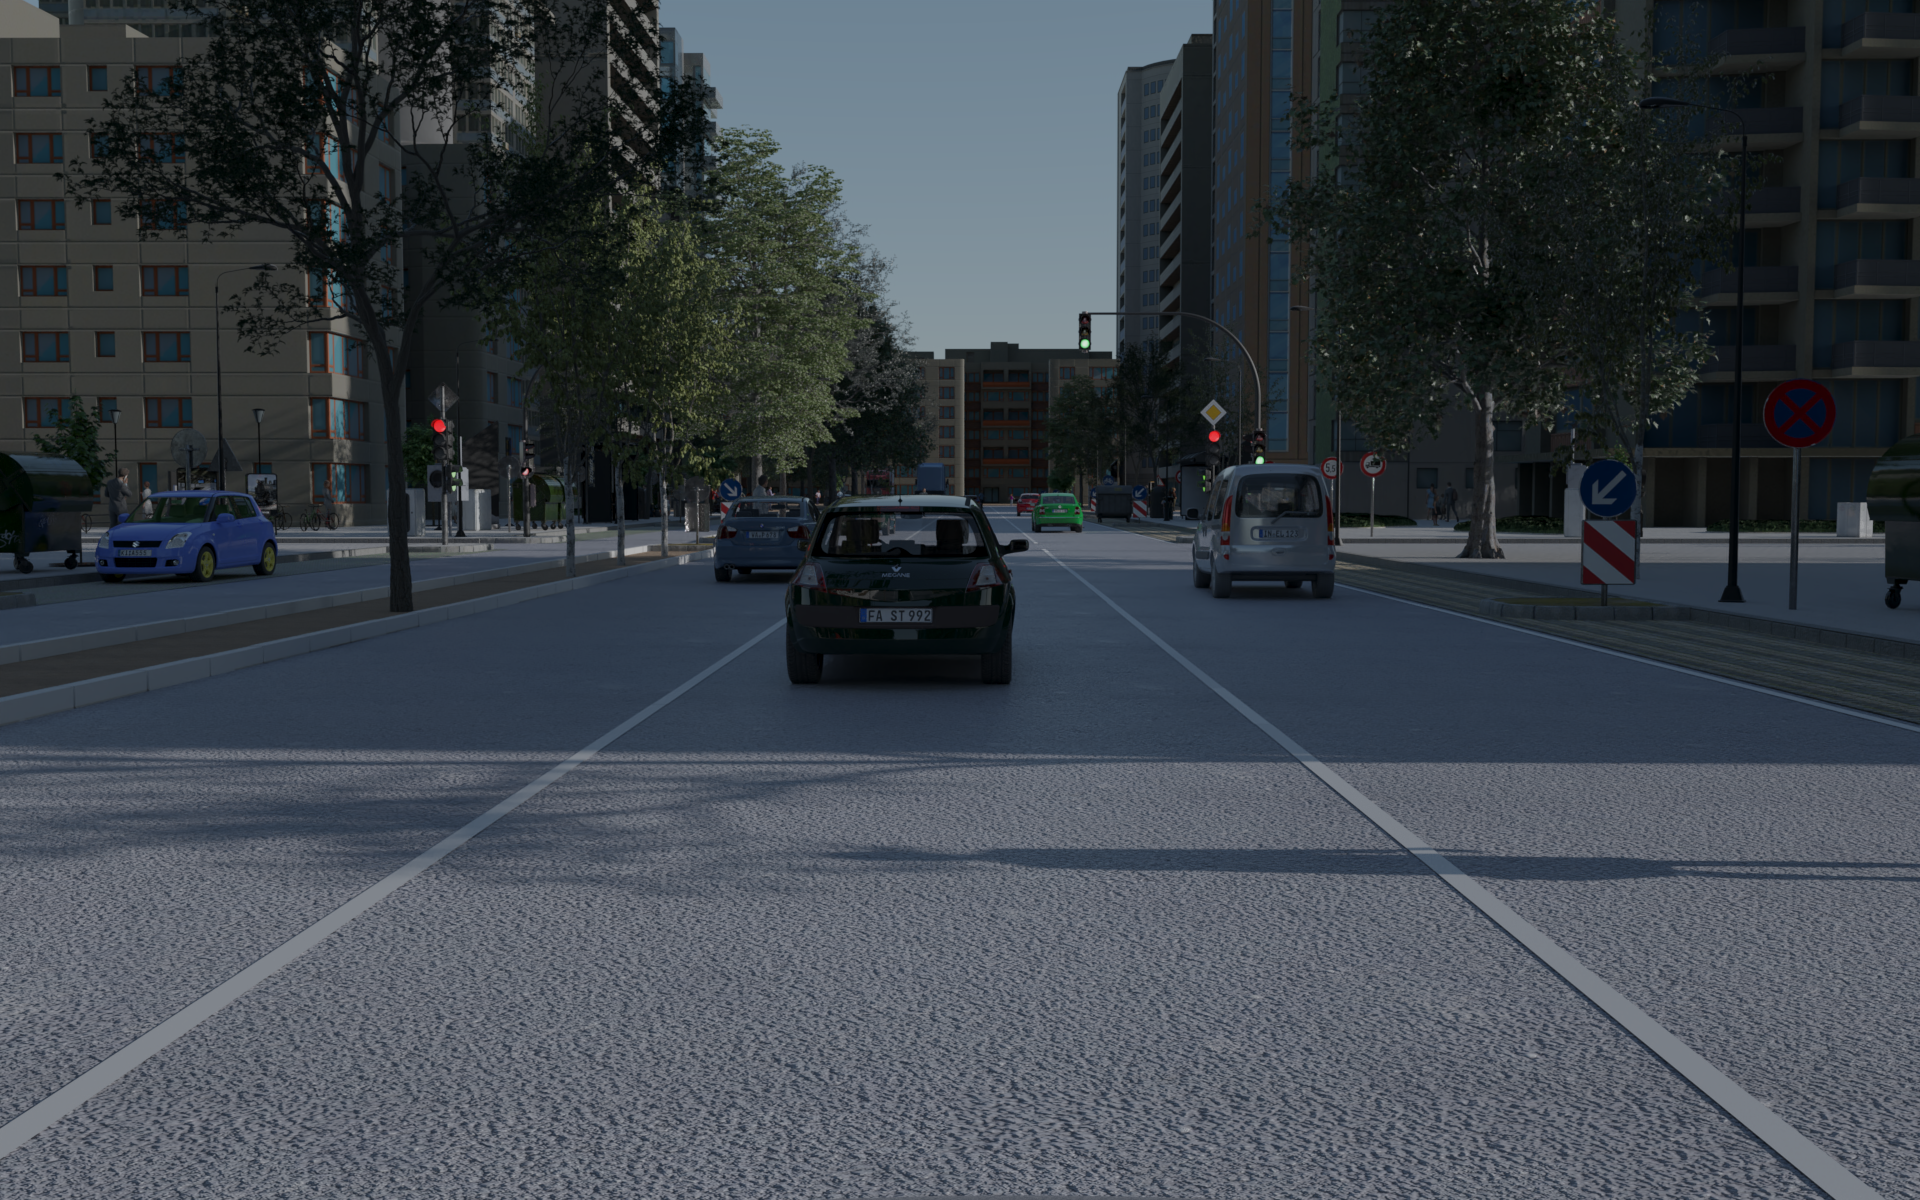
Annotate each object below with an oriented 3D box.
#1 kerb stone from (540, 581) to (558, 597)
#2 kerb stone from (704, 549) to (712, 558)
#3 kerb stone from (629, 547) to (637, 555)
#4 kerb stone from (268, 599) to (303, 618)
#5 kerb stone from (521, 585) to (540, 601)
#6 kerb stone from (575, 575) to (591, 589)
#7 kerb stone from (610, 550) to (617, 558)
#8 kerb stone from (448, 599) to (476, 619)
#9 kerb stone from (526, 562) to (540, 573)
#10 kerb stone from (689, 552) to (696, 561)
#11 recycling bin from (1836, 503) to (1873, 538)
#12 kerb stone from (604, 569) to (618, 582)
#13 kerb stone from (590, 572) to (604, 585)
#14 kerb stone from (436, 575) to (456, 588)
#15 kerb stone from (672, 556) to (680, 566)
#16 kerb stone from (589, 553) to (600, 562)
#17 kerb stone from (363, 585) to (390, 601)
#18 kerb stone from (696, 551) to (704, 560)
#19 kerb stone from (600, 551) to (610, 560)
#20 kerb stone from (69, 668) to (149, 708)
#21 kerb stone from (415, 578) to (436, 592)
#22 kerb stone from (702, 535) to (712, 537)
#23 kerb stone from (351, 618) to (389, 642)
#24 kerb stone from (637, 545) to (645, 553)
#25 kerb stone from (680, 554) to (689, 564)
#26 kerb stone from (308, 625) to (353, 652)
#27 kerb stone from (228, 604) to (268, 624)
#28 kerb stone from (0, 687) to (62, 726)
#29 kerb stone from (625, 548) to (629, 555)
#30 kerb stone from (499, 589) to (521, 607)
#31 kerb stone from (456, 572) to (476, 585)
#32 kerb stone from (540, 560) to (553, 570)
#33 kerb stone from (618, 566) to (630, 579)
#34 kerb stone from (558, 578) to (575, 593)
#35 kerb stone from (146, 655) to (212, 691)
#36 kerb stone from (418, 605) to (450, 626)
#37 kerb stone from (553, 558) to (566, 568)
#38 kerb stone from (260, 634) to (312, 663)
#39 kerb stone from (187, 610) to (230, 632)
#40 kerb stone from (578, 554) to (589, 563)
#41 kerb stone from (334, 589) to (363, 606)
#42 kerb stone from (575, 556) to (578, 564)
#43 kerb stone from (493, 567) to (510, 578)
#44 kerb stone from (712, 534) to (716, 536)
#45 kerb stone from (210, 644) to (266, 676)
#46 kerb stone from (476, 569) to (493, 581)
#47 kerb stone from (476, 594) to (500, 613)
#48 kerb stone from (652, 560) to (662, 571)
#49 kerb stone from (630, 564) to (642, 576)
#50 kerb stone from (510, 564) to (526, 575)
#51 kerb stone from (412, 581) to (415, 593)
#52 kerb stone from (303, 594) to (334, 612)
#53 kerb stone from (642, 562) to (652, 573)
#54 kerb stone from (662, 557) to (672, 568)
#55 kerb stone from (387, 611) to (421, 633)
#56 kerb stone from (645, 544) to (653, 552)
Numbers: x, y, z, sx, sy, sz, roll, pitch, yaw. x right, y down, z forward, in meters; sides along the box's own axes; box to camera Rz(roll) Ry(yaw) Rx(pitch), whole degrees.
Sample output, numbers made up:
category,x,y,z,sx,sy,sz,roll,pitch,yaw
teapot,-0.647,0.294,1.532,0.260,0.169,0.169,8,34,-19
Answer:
category,x,y,z,sx,sy,sz,roll,pitch,yaw
kerb stone,-5.872,-0.133,24.373,0.120,0.150,1.000,0,4,0
kerb stone,-5.747,-1.010,38.708,0.120,0.150,1.000,0,4,0
kerb stone,-7.833,-1.142,40.860,0.120,0.150,1.000,0,4,0
kerb stone,-8.002,0.113,20.351,0.120,0.150,1.000,0,4,0
kerb stone,-5.883,-0.070,23.352,0.120,0.150,1.000,0,4,0
kerb stone,-5.848,-0.259,26.424,0.120,0.150,1.000,0,4,0
kerb stone,-7.849,-1.016,38.812,0.120,0.150,1.000,0,4,0
kerb stone,-5.896,0.120,20.272,0.120,0.150,1.000,0,4,0
kerb stone,-7.910,-0.576,31.654,0.120,0.150,1.000,0,4,0
kerb stone,-5.774,-0.885,36.661,0.120,0.150,1.000,0,4,0
recycling bin,26.551,-2.375,51.386,0.722,1.027,0.722,-2,4,-31
kerb stone,-5.833,-0.384,28.472,0.120,0.150,1.000,0,4,0
kerb stone,-5.842,-0.321,27.446,0.120,0.150,1.000,0,4,0
kerb stone,-7.958,-0.264,26.514,0.120,0.150,1.000,0,4,0
kerb stone,-5.786,-0.759,34.607,0.120,0.150,1.000,0,4,0
kerb stone,-7.871,-0.890,36.768,0.120,0.150,1.000,0,4,0
kerb stone,-7.971,-0.076,23.439,0.120,0.150,1.000,0,4,0
kerb stone,-5.764,-0.947,37.686,0.120,0.150,1.000,0,4,0
kerb stone,-7.852,-0.954,37.790,0.120,0.150,1.000,0,4,0
kerb stone,-5.972,0.619,12.080,0.120,0.150,1.000,0,4,0
kerb stone,-7.959,-0.201,25.490,0.120,0.150,1.000,0,4,0
kerb stone,-7.736,-1.861,52.628,0.120,0.150,1.000,0,4,0
kerb stone,-5.927,0.305,17.206,0.120,0.150,1.000,0,4,0
kerb stone,-7.827,-1.204,41.884,0.120,0.150,1.000,0,4,0
kerb stone,-5.770,-0.820,35.639,0.120,0.150,1.000,0,4,0
kerb stone,-5.937,0.368,16.183,0.120,0.150,1.000,0,4,0
kerb stone,-8.018,0.175,19.329,0.120,0.150,1.000,0,4,0
kerb stone,-5.980,0.681,11.056,0.120,0.150,1.000,0,4,0
kerb stone,-7.841,-1.079,39.838,0.120,0.150,1.000,0,4,0
kerb stone,-5.882,-0.008,22.328,0.120,0.150,1.000,0,4,0
kerb stone,-7.944,-0.324,27.539,0.120,0.150,1.000,0,4,0
kerb stone,-7.902,-0.641,32.675,0.120,0.150,1.000,0,4,0
kerb stone,-5.828,-0.446,29.494,0.120,0.150,1.000,0,4,0
kerb stone,-5.863,-0.196,25.395,0.120,0.150,1.000,0,4,0
kerb stone,-5.959,0.556,13.107,0.120,0.150,1.000,0,4,0
kerb stone,-5.911,0.181,19.250,0.120,0.150,1.000,0,4,0
kerb stone,-7.892,-0.702,33.702,0.120,0.150,1.000,0,4,0
kerb stone,-5.944,0.431,15.153,0.120,0.150,1.000,0,4,0
kerb stone,-8.018,0.245,18.307,0.120,0.150,1.000,0,4,0
kerb stone,-7.880,-0.829,35.746,0.120,0.150,1.000,0,4,0
kerb stone,-7.990,-0.008,22.409,0.120,0.150,1.000,0,4,0
kerb stone,-7.889,-0.766,34.724,0.120,0.150,1.000,0,4,0
kerb stone,-7.930,-0.451,29.589,0.120,0.150,1.000,0,4,0
kerb stone,-7.724,-1.924,53.654,0.120,0.150,1.000,0,4,0
kerb stone,-5.952,0.498,14.130,0.120,0.150,1.000,0,4,0
kerb stone,-7.936,-0.389,28.562,0.120,0.150,1.000,0,4,0
kerb stone,-5.890,0.057,21.306,0.120,0.150,1.000,0,4,0
kerb stone,-5.800,-0.634,32.560,0.120,0.150,1.000,0,4,0
kerb stone,-5.810,-0.509,30.516,0.120,0.150,1.000,0,4,0
kerb stone,-7.913,-0.515,30.622,0.120,0.150,1.000,0,4,0
kerb stone,-7.959,-0.139,24.468,0.120,0.150,1.000,0,4,0
kerb stone,-8.000,0.050,21.373,0.120,0.150,1.000,0,4,0
kerb stone,-5.807,-0.570,31.538,0.120,0.150,1.000,0,4,0
kerb stone,-5.791,-0.697,33.584,0.120,0.150,1.000,0,4,0
kerb stone,-5.924,0.249,18.229,0.120,0.150,1.000,0,4,0
kerb stone,-7.811,-1.267,42.906,0.120,0.150,1.000,0,4,0
